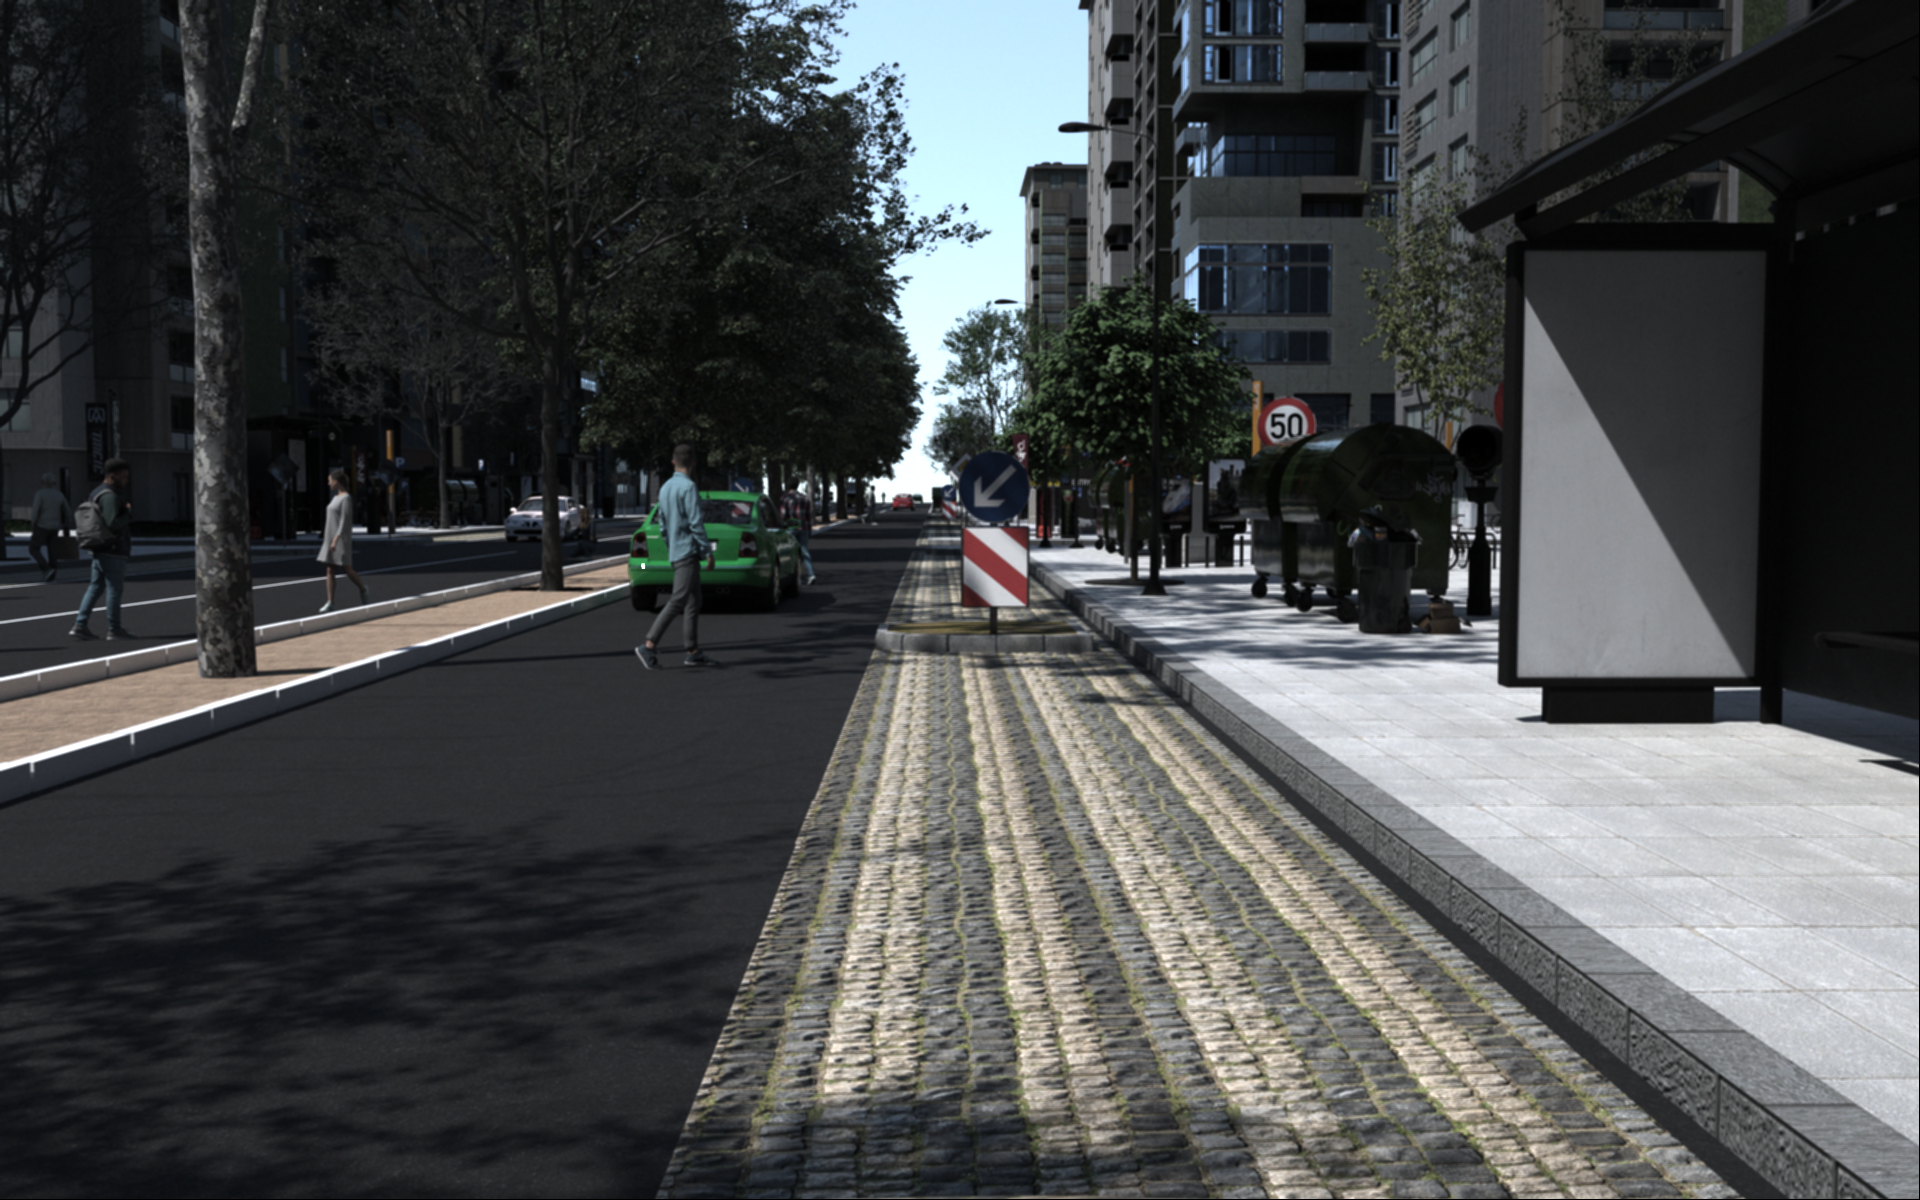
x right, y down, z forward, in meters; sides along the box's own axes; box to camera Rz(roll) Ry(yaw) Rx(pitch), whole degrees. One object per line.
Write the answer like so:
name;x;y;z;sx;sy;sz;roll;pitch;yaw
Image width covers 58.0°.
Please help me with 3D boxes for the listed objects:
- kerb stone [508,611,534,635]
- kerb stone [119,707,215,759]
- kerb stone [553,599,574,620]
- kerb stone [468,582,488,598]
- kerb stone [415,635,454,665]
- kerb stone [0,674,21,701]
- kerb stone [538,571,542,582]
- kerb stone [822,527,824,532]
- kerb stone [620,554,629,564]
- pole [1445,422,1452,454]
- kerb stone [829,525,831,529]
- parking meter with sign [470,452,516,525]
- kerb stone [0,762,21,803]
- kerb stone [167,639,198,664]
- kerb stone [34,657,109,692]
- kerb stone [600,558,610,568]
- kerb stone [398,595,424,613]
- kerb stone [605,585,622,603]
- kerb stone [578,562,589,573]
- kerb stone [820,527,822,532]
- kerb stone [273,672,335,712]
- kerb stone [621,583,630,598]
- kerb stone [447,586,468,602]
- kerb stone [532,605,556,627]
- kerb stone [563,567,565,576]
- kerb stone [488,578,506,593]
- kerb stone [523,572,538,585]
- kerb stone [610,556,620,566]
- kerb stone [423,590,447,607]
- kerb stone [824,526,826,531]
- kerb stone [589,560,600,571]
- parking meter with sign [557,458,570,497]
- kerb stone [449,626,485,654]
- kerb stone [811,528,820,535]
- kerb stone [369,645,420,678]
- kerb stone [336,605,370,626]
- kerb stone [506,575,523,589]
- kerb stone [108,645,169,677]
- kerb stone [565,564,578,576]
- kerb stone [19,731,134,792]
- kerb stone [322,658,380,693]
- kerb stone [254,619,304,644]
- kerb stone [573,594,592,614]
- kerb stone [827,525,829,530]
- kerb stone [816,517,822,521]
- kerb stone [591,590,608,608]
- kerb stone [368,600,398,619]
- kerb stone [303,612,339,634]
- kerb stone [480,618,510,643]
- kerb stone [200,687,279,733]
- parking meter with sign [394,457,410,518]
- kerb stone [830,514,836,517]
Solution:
kerb stone;-4.642;0.254;18.050;0.120;0.150;1.000;0;4;-1
kerb stone;-4.522;0.759;9.843;0.120;0.150;1.000;0;4;-1
kerb stone;-4.668;0.129;20.094;0.120;0.150;1.000;0;4;-1
kerb stone;-6.819;-0.123;24.209;0.120;0.150;1.000;0;4;-1
kerb stone;-4.594;0.444;14.972;0.120;0.150;1.000;0;4;-1
kerb stone;-6.656;0.633;11.911;0.120;0.150;1.000;0;4;-1
kerb stone;-6.878;-0.373;28.301;0.120;0.150;1.000;0;4;-1
kerb stone;-5.278;-2.602;64.740;0.120;0.150;1.000;0;4;-1
kerb stone;-6.980;-0.812;35.478;0.120;0.150;1.000;0;4;-1
pole;13.793;-3.370;48.950;0.158;3.312;0.155;0;3;0
kerb stone;-5.335;-2.849;68.833;0.120;0.150;1.000;0;4;-1
parking meter with sign;-19.208;-4.593;71.360;1.738;3.016;0.543;-2;4;-30
kerb stone;-4.504;0.882;7.795;0.120;0.150;1.000;0;4;-1
kerb stone;-6.693;0.443;14.978;0.120;0.150;1.000;0;4;-1
kerb stone;-6.673;0.566;12.934;0.120;0.150;1.000;0;4;-1
kerb stone;-6.953;-0.686;33.429;0.120;0.150;1.000;0;4;-1
kerb stone;-6.779;0.065;21.131;0.120;0.150;1.000;0;4;-1
kerb stone;-4.704;-0.059;23.170;0.120;0.150;1.000;0;4;-1
kerb stone;-6.924;-0.562;31.383;0.120;0.150;1.000;0;4;-1
kerb stone;-5.261;-2.535;63.718;0.120;0.150;1.000;0;4;-1
kerb stone;-4.545;0.637;11.889;0.120;0.150;1.000;0;4;-1
kerb stone;-4.728;-0.122;24.192;0.120;0.150;1.000;0;4;-1
kerb stone;-6.810;-0.060;23.178;0.120;0.150;1.000;0;4;-1
kerb stone;-4.649;0.191;19.072;0.120;0.150;1.000;0;4;-1
kerb stone;-6.897;-0.436;29.328;0.120;0.150;1.000;0;4;-1
kerb stone;-6.836;-0.186;25.231;0.120;0.150;1.000;0;4;-1
kerb stone;-6.866;-0.311;27.279;0.120;0.150;1.000;0;4;-1
kerb stone;-6.958;-0.749;34.456;0.120;0.150;1.000;0;4;-1
kerb stone;-6.800;0.003;22.153;0.120;0.150;1.000;0;4;-1
kerb stone;-5.295;-2.662;65.762;0.120;0.150;1.000;0;4;-1
kerb stone;-6.935;-0.622;32.406;0.120;0.150;1.000;0;4;-1
parking meter with sign;-19.581;-5.302;82.945;1.738;3.016;0.543;-1;4;-10
kerb stone;-4.606;0.379;15.996;0.120;0.150;1.000;0;4;-1
kerb stone;-5.248;-2.476;62.678;0.120;0.150;1.000;0;4;-1
kerb stone;-4.580;0.504;13.947;0.120;0.150;1.000;0;4;-1
kerb stone;-6.754;0.191;19.079;0.120;0.150;1.000;0;4;-1
kerb stone;-6.850;-0.248;26.253;0.120;0.150;1.000;0;4;-1
kerb stone;-6.678;0.506;13.956;0.120;0.150;1.000;0;4;-1
kerb stone;-6.912;-0.499;30.358;0.120;0.150;1.000;0;4;-1
kerb stone;-4.513;0.824;8.817;0.120;0.150;1.000;0;4;-1
kerb stone;-4.569;0.571;12.920;0.120;0.150;1.000;0;4;-1
kerb stone;-6.726;0.316;17.033;0.120;0.150;1.000;0;4;-1
kerb stone;-4.672;0.066;21.116;0.120;0.150;1.000;0;4;-1
kerb stone;-5.318;-2.790;67.807;0.120;0.150;1.000;0;4;-1
kerb stone;-7.813;-4.534;96.434;0.120;0.150;1.000;0;4;-1
kerb stone;-4.692;0.003;22.144;0.120;0.150;1.000;0;4;-1
kerb stone;-6.770;0.128;20.103;0.120;0.150;1.000;0;4;-1
kerb stone;-6.735;0.257;18.057;0.120;0.150;1.000;0;4;-1
kerb stone;-4.629;0.317;17.018;0.120;0.150;1.000;0;4;-1
kerb stone;-4.538;0.693;10.866;0.120;0.150;1.000;0;4;-1
parking meter with sign;-25.952;-5.165;80.708;0.543;3.016;1.738;-2;4;-26
kerb stone;-7.989;-5.294;108.760;0.120;0.150;1.000;0;4;-1
